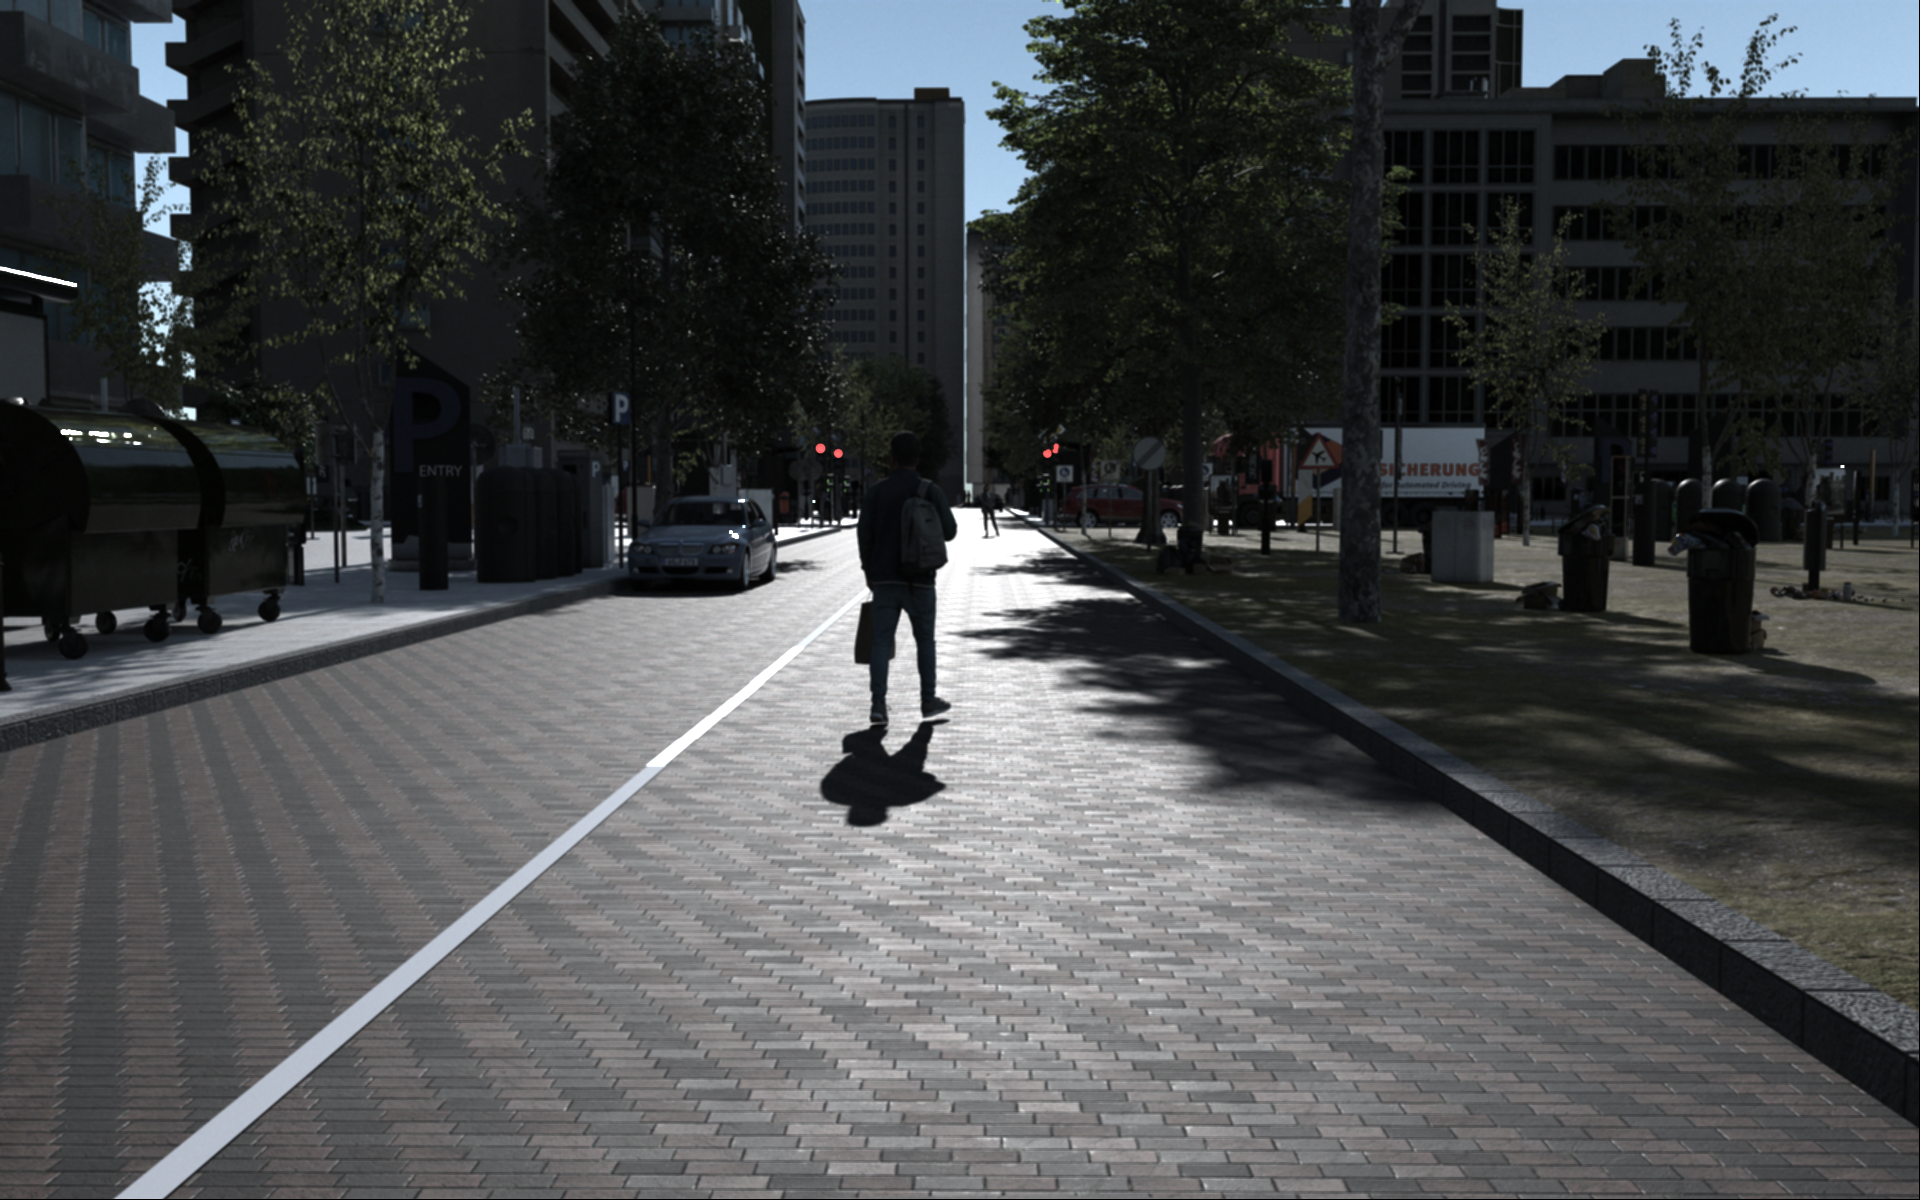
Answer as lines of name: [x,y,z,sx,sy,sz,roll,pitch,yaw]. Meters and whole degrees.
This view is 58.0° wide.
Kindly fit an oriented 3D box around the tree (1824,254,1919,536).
tree: [28.342,-6.236,52.329,4.360,8.622,3.978,0,3,0]

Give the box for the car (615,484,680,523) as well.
car: [-11.154,-3.680,68.849,5.304,1.827,2.281,0,4,-1]

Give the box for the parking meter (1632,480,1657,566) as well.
parking meter: [12.259,-1.383,31.021,0.372,1.533,0.369,0,3,0]

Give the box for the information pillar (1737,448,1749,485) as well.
information pillar: [36.913,-5.526,81.703,0.504,3.616,0.183,3,4,37]

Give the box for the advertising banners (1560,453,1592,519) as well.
advertising banners: [25.863,-4.680,72.711,0.090,3.025,2.074,-1,4,-21]

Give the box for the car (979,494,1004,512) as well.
car: [2.559,-7.872,138.492,2.009,1.686,4.222,0,4,1]

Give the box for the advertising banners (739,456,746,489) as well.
advertising banners: [-7.477,-4.005,61.672,0.090,3.025,2.074,-1,4,-21]

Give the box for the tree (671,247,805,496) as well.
tree: [-6.984,-6.071,49.631,4.360,8.622,3.978,0,3,0]

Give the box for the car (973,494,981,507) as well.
car: [2.529,-11.130,193.765,2.131,1.459,4.920,0,4,1]

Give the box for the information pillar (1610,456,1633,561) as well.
information pillar: [12.675,-1.761,33.279,0.304,2.012,0.304,2,4,30]

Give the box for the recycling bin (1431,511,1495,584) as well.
recycling bin: [7.333,-0.777,25.254,0.722,1.027,0.722,2,4,33]

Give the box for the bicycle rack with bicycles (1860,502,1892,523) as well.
bicycle rack with bicycles: [40.510,-3.919,77.464,2.925,0.926,2.852,-1,4,-21]

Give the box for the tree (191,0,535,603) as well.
tree: [-6.984,-4.288,20.468,4.360,8.622,3.978,0,3,0]

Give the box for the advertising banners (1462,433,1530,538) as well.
advertising banners: [15.591,-3.326,50.574,0.090,3.025,2.074,-3,5,-41]

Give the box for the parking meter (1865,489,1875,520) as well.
parking meter: [43.917,-4.599,83.602,0.372,1.533,0.369,0,3,0]

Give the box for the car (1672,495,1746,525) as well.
car: [28.803,-3.664,68.696,4.718,1.807,1.959,0,4,2]

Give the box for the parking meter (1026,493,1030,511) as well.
parking meter: [5.075,-7.578,129.611,0.255,1.863,0.399,0,4,7]

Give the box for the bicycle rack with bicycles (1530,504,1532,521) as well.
bicycle rack with bicycles: [26.855,-4.257,82.988,2.852,0.926,2.925,1,4,18]

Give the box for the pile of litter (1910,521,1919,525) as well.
pile of litter: [40.221,-3.566,72.262,1.719,0.858,1.176,-2,4,-29]

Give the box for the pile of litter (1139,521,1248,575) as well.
pile of litter: [3.867,-0.851,27.872,1.719,0.858,1.176,-1,4,-10]

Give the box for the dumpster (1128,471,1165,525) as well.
dumpster: [7.820,-4.320,73.132,1.502,2.255,1.985,0,4,1]

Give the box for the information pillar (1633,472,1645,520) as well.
information pillar: [22.442,-3.230,57.308,0.304,2.012,0.304,-3,5,-40]

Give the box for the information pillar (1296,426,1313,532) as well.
information pillar: [11.577,-4.084,58.128,0.504,3.616,0.183,0,4,7]

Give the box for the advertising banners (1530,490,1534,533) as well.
advertising banners: [17.363,-3.614,55.274,2.074,3.025,0.090,-1,4,-14]

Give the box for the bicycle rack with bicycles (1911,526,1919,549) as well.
bicycle rack with bicycles: [23.601,-1.650,40.352,2.852,0.926,2.925,-1,4,-15]

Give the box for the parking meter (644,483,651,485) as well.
parking meter: [-16.006,-5.089,88.911,0.255,1.863,0.399,-2,4,-32]

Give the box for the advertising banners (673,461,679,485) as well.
advertising banners: [-14.314,-5.883,92.368,2.074,3.025,0.090,1,4,14]

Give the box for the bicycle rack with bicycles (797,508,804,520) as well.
bicycle rack with bicycles: [-9.159,-4.234,82.600,2.925,0.926,2.852,1,4,12]

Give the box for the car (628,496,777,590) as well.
car: [-3.982,-0.940,27.370,2.014,1.417,4.499,0,4,2]

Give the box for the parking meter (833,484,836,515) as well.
parking meter: [-7.379,-5.838,101.170,0.255,1.863,0.399,-3,4,-37]

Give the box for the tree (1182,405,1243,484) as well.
tree: [11.525,-7.845,78.631,4.360,8.622,3.978,0,3,0]

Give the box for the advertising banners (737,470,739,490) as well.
advertising banners: [-16.671,-7.885,125.108,2.074,3.025,0.090,-1,4,-20]

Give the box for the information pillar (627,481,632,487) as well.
information pillar: [-18.340,-5.612,96.253,0.304,2.012,0.304,2,4,25]

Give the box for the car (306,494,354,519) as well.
car: [-26.317,-3.617,68.929,4.222,1.686,2.009,0,4,-1]

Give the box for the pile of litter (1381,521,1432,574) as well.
pile of litter: [7.675,-0.868,28.158,1.719,0.858,1.176,2,4,28]

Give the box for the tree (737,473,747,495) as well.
tree: [-16.526,-8.099,127.019,1.663,3.219,1.824,0,3,0]

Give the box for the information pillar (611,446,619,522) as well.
information pillar: [-15.698,-5.352,78.855,0.504,3.616,0.183,3,4,36]

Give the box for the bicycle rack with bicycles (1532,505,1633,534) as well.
bicycle rack with bicycles: [20.626,-2.602,55.917,2.925,0.926,2.852,-3,5,-41]

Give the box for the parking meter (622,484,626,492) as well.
parking meter: [-19.599,-5.859,101.506,0.255,1.863,0.399,1,4,19]

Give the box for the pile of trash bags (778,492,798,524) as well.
pile of trash bags: [-7.858,-3.966,74.603,1.912,1.369,3.447,-1,4,-19]

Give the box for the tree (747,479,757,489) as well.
tree: [-13.563,-7.690,120.340,1.663,3.219,1.824,0,3,0]

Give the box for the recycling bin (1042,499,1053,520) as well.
recycling bin: [4.432,-4.460,85.471,0.722,1.027,0.722,0,4,-3]

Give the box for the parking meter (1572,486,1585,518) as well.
parking meter: [20.516,-2.999,57.442,0.372,1.533,0.369,0,3,0]

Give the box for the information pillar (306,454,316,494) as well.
information pillar: [-32.487,-5.837,86.790,0.183,3.616,0.504,3,5,42]

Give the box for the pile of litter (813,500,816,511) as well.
pile of litter: [-11.053,-7.131,130.551,1.719,0.858,1.176,3,4,39]

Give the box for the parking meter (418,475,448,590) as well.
parking meter: [-7.064,-0.905,23.216,0.372,1.533,0.369,0,3,0]

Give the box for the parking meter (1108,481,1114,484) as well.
parking meter: [6.827,-4.447,78.424,0.255,1.863,0.399,0,4,2]

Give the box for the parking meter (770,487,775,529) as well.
parking meter: [-6.984,-3.399,63.988,0.372,1.533,0.369,0,3,0]

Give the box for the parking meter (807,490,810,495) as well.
parking meter: [-8.906,-5.735,102.175,0.372,1.533,0.369,0,3,0]

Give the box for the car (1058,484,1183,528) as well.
car: [6.514,-3.657,68.471,5.304,1.827,2.281,0,4,1]

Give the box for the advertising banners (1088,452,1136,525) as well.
advertising banners: [6.351,-4.633,71.939,2.074,3.025,0.090,0,4,5]
